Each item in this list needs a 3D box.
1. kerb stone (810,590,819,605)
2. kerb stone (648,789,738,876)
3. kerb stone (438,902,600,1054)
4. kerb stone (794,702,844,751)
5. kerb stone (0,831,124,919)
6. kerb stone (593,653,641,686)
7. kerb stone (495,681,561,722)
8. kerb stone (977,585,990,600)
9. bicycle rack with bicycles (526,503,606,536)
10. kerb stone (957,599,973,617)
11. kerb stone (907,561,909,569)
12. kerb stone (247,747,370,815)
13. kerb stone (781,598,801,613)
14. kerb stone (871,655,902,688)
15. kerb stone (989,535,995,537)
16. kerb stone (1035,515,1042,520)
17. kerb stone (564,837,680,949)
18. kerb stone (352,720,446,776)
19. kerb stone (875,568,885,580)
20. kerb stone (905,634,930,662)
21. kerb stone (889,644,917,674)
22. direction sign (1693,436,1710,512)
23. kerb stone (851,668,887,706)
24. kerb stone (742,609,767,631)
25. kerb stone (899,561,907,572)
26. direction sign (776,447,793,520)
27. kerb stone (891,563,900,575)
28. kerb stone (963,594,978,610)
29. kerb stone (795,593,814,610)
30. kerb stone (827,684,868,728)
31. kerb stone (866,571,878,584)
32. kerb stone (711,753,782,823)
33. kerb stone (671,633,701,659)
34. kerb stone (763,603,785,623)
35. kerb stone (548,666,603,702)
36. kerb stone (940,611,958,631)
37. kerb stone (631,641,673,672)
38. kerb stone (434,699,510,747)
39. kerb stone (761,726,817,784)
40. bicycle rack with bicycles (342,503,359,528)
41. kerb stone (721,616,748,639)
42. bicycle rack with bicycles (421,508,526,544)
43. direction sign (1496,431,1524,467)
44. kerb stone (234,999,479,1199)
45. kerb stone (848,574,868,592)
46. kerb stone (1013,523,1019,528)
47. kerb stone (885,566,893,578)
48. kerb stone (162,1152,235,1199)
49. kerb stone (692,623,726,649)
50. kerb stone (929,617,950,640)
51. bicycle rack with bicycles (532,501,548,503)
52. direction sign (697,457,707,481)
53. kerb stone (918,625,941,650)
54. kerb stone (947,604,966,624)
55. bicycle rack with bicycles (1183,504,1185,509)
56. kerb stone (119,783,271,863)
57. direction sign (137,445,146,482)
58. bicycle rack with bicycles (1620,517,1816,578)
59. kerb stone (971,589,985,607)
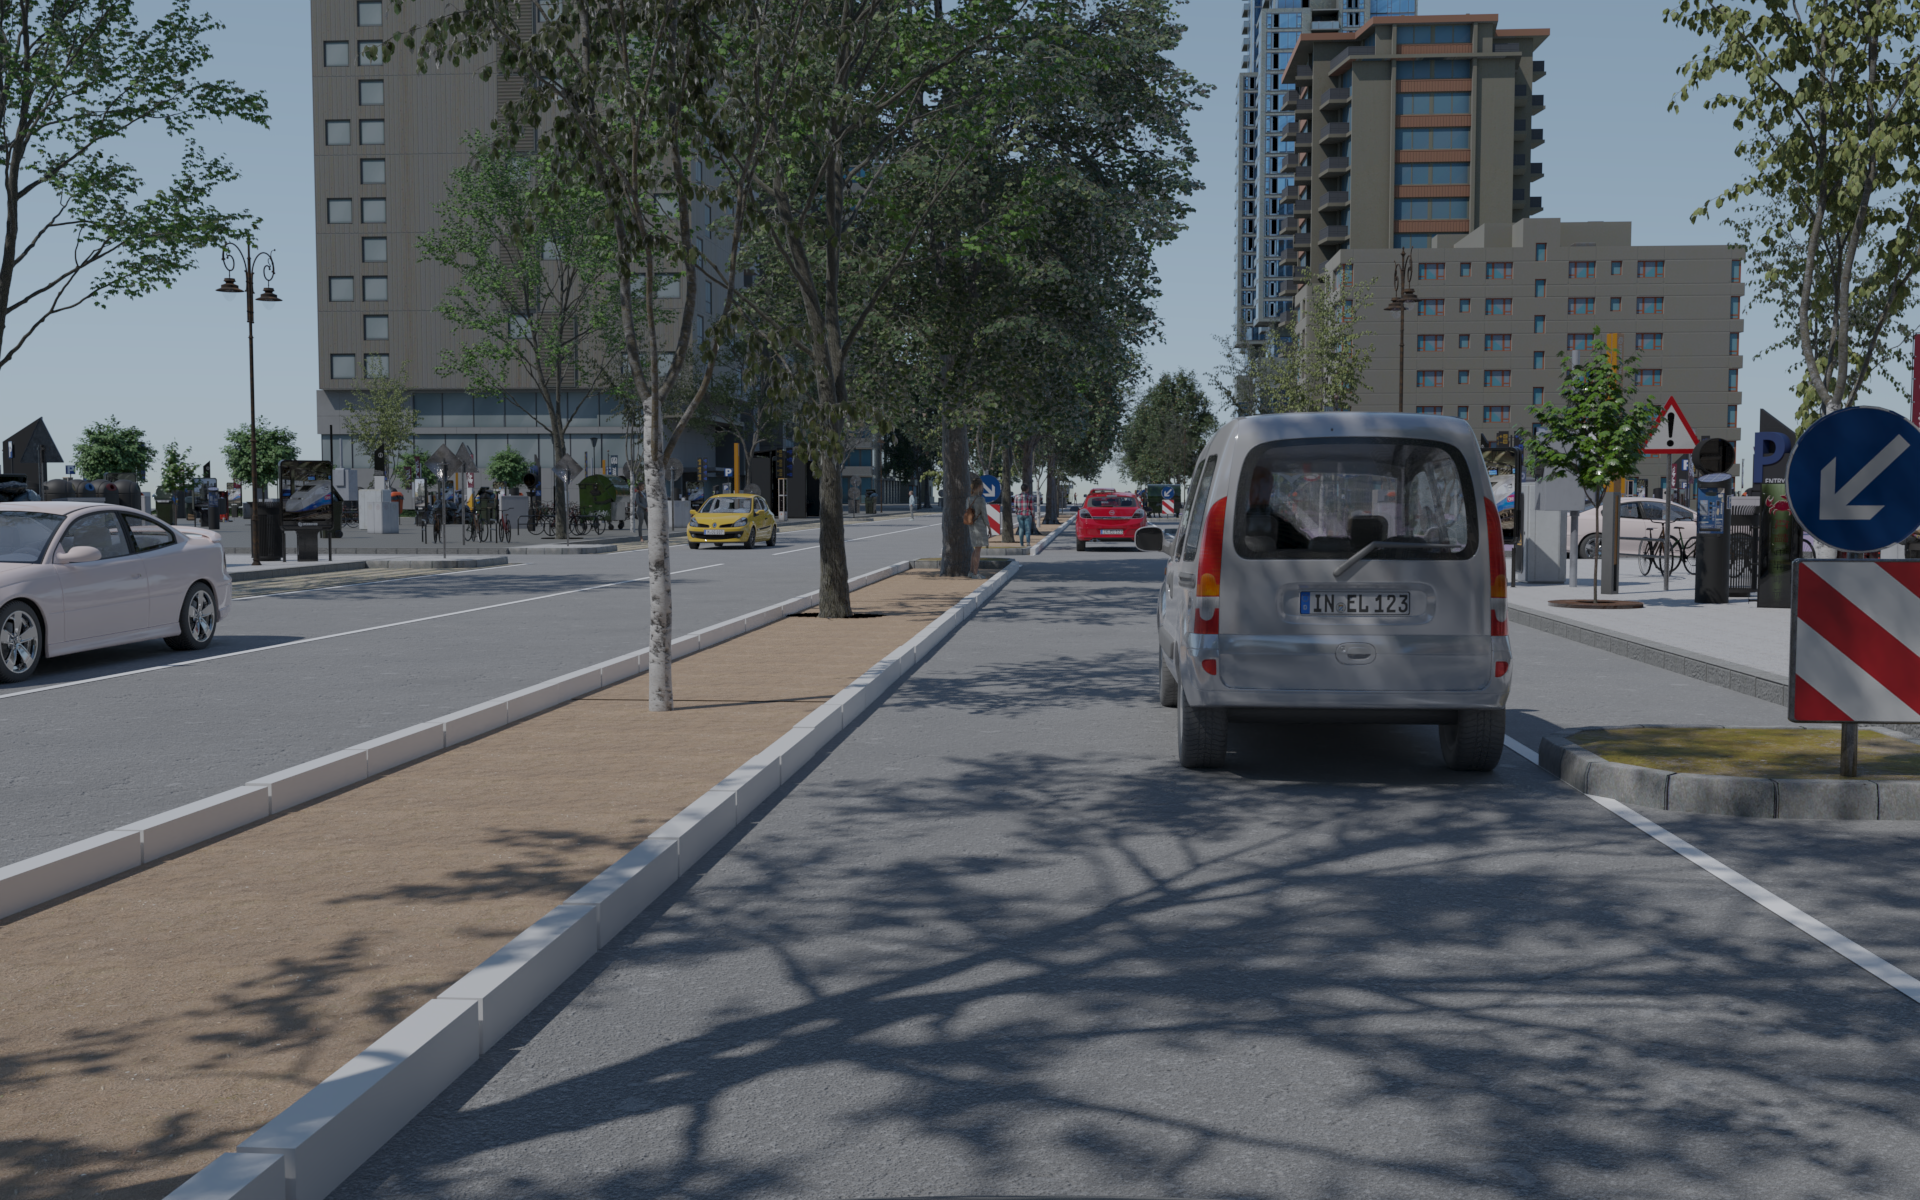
[{"bbox_3d":[-1.898,-0.019,22.500,0.120,0.150,1.000,0,4,5],"label":"kerb stone"},{"bbox_3d":[-1.068,0.931,6.976,0.120,0.150,1.000,0,4,5],"label":"kerb stone"},{"bbox_3d":[-1.237,1.060,4.926,0.120,0.150,1.000,0,4,5],"label":"kerb stone"},{"bbox_3d":[-0.820,0.743,10.045,0.120,0.150,1.000,0,4,5],"label":"kerb stone"},{"bbox_3d":[-3.243,0.992,6.150,0.120,0.150,1.000,0,4,5],"label":"kerb stone"},{"bbox_3d":[-2.660,0.545,13.286,0.120,0.150,1.000,0,4,5],"label":"kerb stone"},{"bbox_3d":[-2.824,0.670,11.248,0.120,0.150,1.000,0,4,5],"label":"kerb stone"},{"bbox_3d":[0.275,-0.070,23.344,0.120,0.150,1.000,0,4,5],"label":"kerb stone"},{"bbox_3d":[-12.331,-2.488,54.063,2.852,0.926,2.925,3,5,45],"label":"bicycle rack with bicycles"},{"bbox_3d":[0.027,0.119,20.254,0.120,0.150,1.000,0,4,5],"label":"kerb stone"},{"bbox_3d":[-1.057,-0.643,32.714,0.120,0.150,1.000,0,4,5],"label":"kerb stone"},{"bbox_3d":[-3.073,0.857,8.186,0.120,0.150,1.000,0,4,5],"label":"kerb stone"},{"bbox_3d":[-2.060,0.106,20.455,0.120,0.150,1.000,0,4,5],"label":"kerb stone"},{"bbox_3d":[-0.572,0.556,13.102,0.120,0.150,1.000,0,4,5],"label":"kerb stone"},{"bbox_3d":[1.168,-2.295,59.808,0.120,0.150,1.000,0,4,5],"label":"kerb stone"},{"bbox_3d":[4.617,-4.858,101.706,0.120,0.150,1.000,0,4,5],"label":"kerb stone"},{"bbox_3d":[-1.151,0.997,5.950,0.120,0.150,1.000,0,4,5],"label":"kerb stone"},{"bbox_3d":[-2.995,0.794,9.208,0.120,0.150,1.000,0,4,5],"label":"kerb stone"},{"bbox_3d":[-1.398,-0.394,28.639,0.120,0.150,1.000,0,4,5],"label":"kerb stone"},{"bbox_3d":[-0.392,0.434,15.144,0.120,0.150,1.000,0,4,5],"label":"kerb stone"},{"bbox_3d":[-0.487,0.495,14.121,0.120,0.150,1.000,0,4,5],"label":"kerb stone"},{"bbox_3d":[28.707,-4.610,67.362,0.379,3.537,0.876,-3,4,-37],"label":"direction sign"},{"bbox_3d":[-0.649,0.619,12.083,0.120,0.150,1.000,0,4,5],"label":"kerb stone"},{"bbox_3d":[-2.231,0.231,18.412,0.120,0.150,1.000,0,4,5],"label":"kerb stone"},{"bbox_3d":[-1.141,-0.580,31.695,0.120,0.150,1.000,0,4,5],"label":"kerb stone"},{"bbox_3d":[-8.552,-5.653,84.418,0.876,3.537,0.379,-2,4,-32],"label":"direction sign"},{"bbox_3d":[-1.228,-0.516,30.676,0.120,0.150,1.000,0,4,5],"label":"kerb stone"},{"bbox_3d":[0.100,0.056,21.277,0.120,0.150,1.000,0,4,5],"label":"kerb stone"},{"bbox_3d":[-1.989,0.044,21.482,0.120,0.150,1.000,0,4,5],"label":"kerb stone"},{"bbox_3d":[-0.732,0.681,11.064,0.120,0.150,1.000,0,4,5],"label":"kerb stone"},{"bbox_3d":[-1.480,-0.332,27.616,0.120,0.150,1.000,0,4,5],"label":"kerb stone"},{"bbox_3d":[-0.985,0.868,8.003,0.120,0.150,1.000,0,4,5],"label":"kerb stone"},{"bbox_3d":[-2.490,0.428,15.340,0.120,0.150,1.000,0,4,5],"label":"kerb stone"},{"bbox_3d":[-2.149,0.171,19.437,0.120,0.150,1.000,0,4,5],"label":"kerb stone"},{"bbox_3d":[-2.747,0.607,12.268,0.120,0.150,1.000,0,4,5],"label":"kerb stone"},{"bbox_3d":[-0.151,0.249,18.210,0.120,0.150,1.000,0,4,5],"label":"kerb stone"},{"bbox_3d":[-2.575,0.482,14.319,0.120,0.150,1.000,0,4,5],"label":"kerb stone"},{"bbox_3d":[-2.904,0.732,10.226,0.120,0.150,1.000,0,4,5],"label":"kerb stone"},{"bbox_3d":[-0.898,0.810,9.022,0.120,0.150,1.000,0,4,5],"label":"kerb stone"},{"bbox_3d":[-23.140,-3.164,65.107,2.925,0.926,2.852,-3,4,-39],"label":"bicycle rack with bicycles"},{"bbox_3d":[-2.320,0.295,17.387,0.120,0.150,1.000,0,4,5],"label":"kerb stone"},{"bbox_3d":[-13.139,-1.986,45.856,2.852,0.926,2.925,-1,4,-19],"label":"bicycle rack with bicycles"},{"bbox_3d":[19.781,-4.296,62.235,0.876,3.537,0.379,1,4,12],"label":"direction sign"},{"bbox_3d":[-1.322,1.119,3.900,0.120,0.150,1.000,0,4,5],"label":"kerb stone"},{"bbox_3d":[-1.573,-0.269,26.598,0.120,0.150,1.000,0,4,5],"label":"kerb stone"},{"bbox_3d":[2.510,-3.291,76.158,0.120,0.150,1.000,0,4,5],"label":"kerb stone"},{"bbox_3d":[-1.312,-0.456,29.657,0.120,0.150,1.000,0,4,5],"label":"kerb stone"},{"bbox_3d":[-1.413,1.182,2.876,0.120,0.150,1.000,0,4,5],"label":"kerb stone"},{"bbox_3d":[-2.399,0.357,16.362,0.120,0.150,1.000,0,4,5],"label":"kerb stone"},{"bbox_3d":[-0.230,0.307,17.183,0.120,0.150,1.000,0,4,5],"label":"kerb stone"},{"bbox_3d":[-16.170,-3.425,69.381,2.852,0.926,2.925,-1,4,-10],"label":"bicycle rack with bicycles"},{"bbox_3d":[-15.936,-7.047,107.209,0.876,3.537,0.379,3,5,40],"label":"direction sign"},{"bbox_3d":[-0.312,0.371,16.164,0.120,0.150,1.000,0,4,5],"label":"kerb stone"},{"bbox_3d":[-0.066,0.181,19.236,0.120,0.150,1.000,0,4,5],"label":"kerb stone"},{"bbox_3d":[15.925,-6.059,112.439,2.852,0.926,2.925,3,5,41],"label":"bicycle rack with bicycles"},{"bbox_3d":[-3.160,0.929,7.168,0.120,0.150,1.000,0,4,5],"label":"kerb stone"},{"bbox_3d":[-35.753,-5.084,75.113,0.876,3.537,0.379,0,4,-2],"label":"direction sign"},{"bbox_3d":[11.379,-0.822,26.828,2.852,0.926,2.925,0,4,-5],"label":"bicycle rack with bicycles"},{"bbox_3d":[0.198,-0.007,22.310,0.120,0.150,1.000,0,4,5],"label":"kerb stone"}]
